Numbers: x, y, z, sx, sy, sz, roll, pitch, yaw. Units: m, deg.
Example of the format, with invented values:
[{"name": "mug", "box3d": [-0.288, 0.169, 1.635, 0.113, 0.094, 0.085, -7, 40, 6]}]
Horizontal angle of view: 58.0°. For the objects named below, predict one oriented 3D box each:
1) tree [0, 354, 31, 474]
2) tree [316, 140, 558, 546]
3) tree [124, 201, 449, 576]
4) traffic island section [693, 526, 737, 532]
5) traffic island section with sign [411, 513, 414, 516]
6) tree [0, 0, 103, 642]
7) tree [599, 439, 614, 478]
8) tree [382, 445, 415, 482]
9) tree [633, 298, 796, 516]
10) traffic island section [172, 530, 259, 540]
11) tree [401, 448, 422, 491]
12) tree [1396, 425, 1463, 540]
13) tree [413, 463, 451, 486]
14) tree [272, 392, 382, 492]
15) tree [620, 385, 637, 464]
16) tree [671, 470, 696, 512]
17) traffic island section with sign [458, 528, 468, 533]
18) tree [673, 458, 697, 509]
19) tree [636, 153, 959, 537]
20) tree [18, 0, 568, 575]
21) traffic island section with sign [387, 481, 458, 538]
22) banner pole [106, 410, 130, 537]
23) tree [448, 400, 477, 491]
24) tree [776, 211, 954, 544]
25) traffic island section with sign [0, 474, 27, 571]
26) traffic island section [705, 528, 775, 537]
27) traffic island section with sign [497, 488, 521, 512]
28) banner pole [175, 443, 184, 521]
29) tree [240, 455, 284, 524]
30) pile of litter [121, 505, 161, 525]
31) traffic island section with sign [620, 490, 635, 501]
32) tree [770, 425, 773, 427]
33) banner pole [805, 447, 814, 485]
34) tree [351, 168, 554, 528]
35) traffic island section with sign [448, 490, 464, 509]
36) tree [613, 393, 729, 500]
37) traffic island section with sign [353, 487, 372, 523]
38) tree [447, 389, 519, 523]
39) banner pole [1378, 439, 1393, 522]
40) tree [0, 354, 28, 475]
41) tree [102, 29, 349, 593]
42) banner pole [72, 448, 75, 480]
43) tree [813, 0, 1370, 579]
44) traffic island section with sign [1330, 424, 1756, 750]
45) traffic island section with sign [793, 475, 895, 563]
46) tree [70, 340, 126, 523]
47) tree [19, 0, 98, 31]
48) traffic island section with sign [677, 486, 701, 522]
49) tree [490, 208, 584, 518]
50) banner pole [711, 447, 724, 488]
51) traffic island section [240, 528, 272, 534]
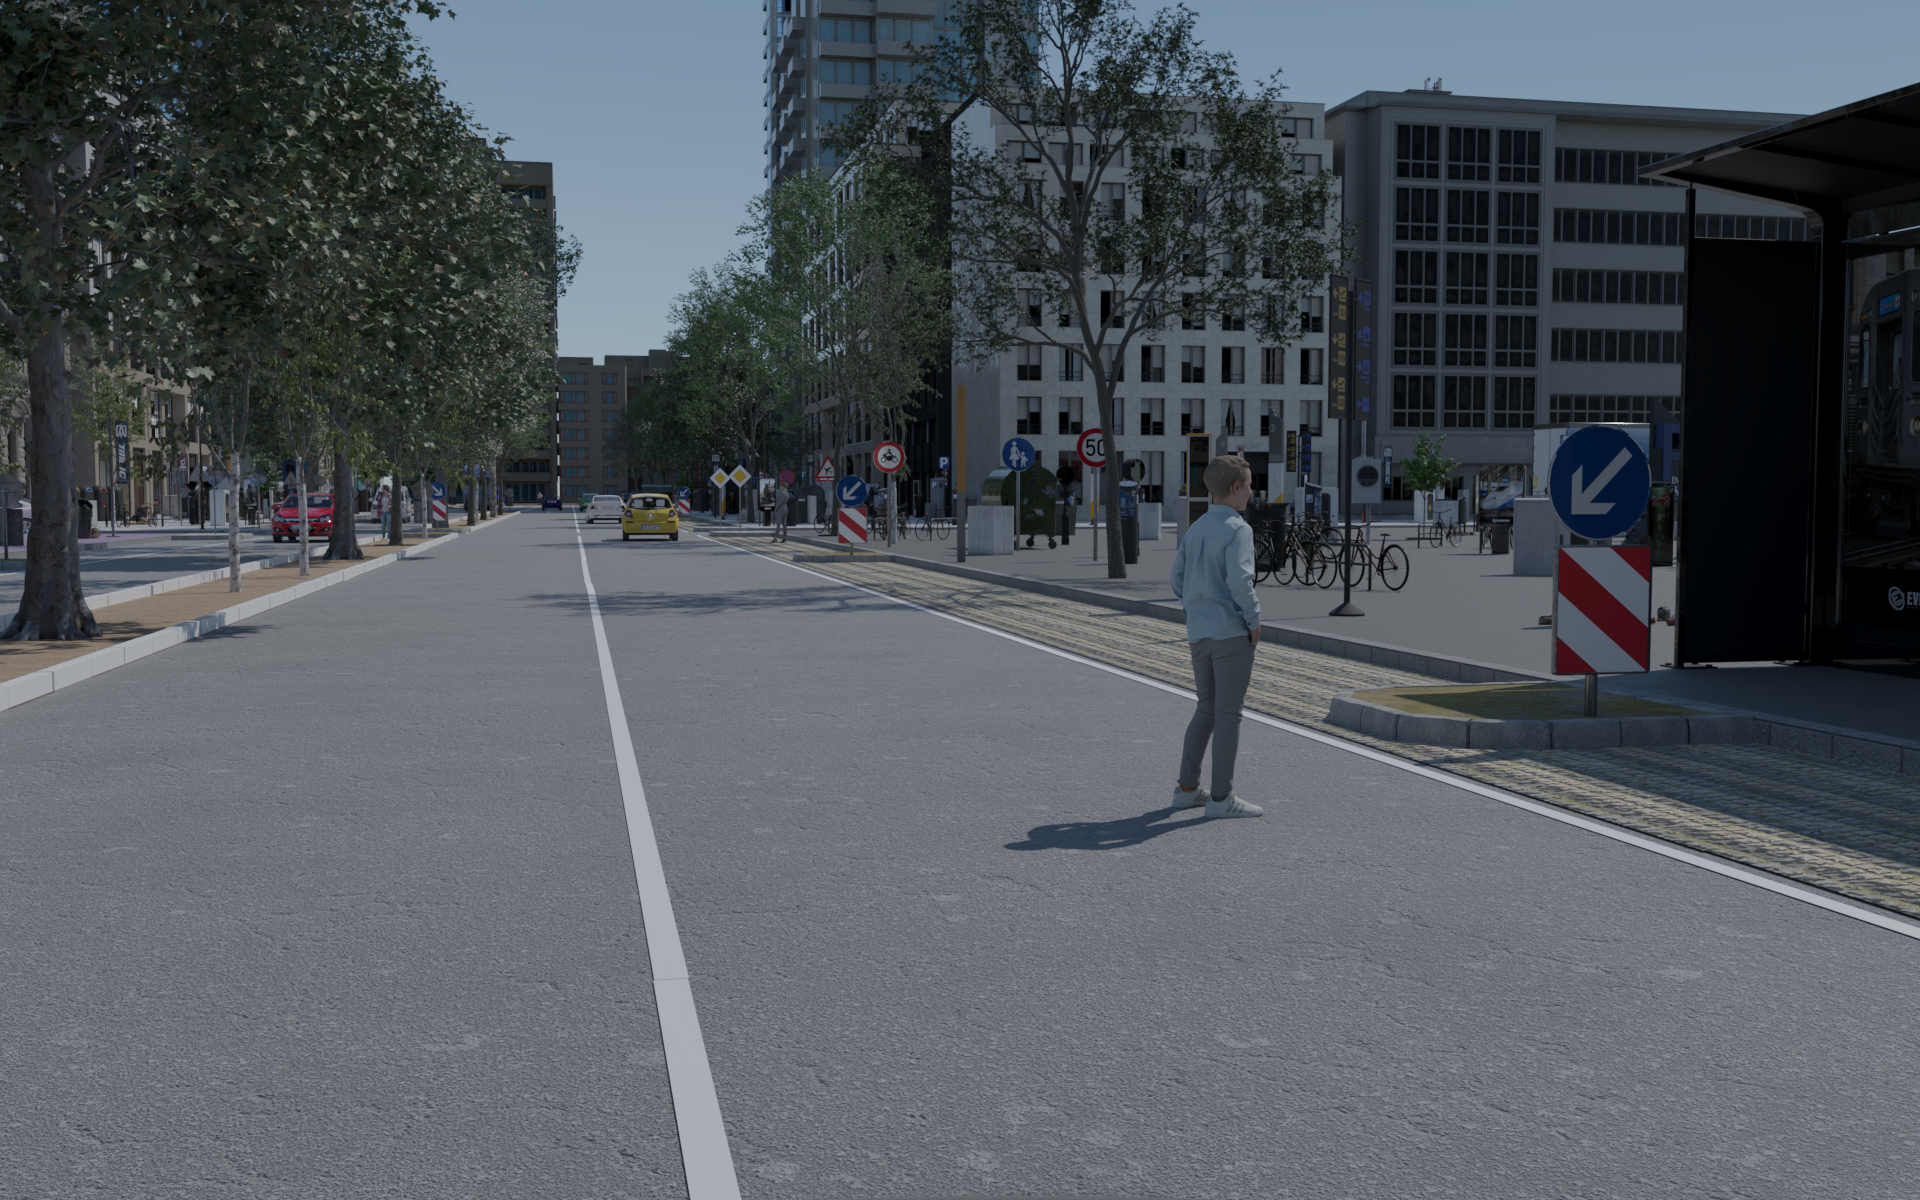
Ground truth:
[{"name": "tree", "box3d": [-34.895, -6.842, 62.223, 4.360, 8.622, 3.978, 0, 3, 0]}, {"name": "tree", "box3d": [-15.414, -7.284, 47.303, 9.928, 11.665, 9.643, 0, 3, 0]}, {"name": "tree", "box3d": [-11.317, -4.700, 29.659, 4.737, 8.622, 4.395, 0, 3, 0]}, {"name": "traffic island section", "box3d": [-9.185, -2.708, 66.562, 2.009, 0.180, 2.903, -1, 4, -13]}, {"name": "traffic island section with sign", "box3d": [-36.480, -6.402, 113.296, 1.989, 1.847, 2.006, -1, 4, -13]}, {"name": "tree", "box3d": [-9.060, -5.967, 17.029, 9.611, 12.733, 9.660, 0, 3, 0]}, {"name": "tree", "box3d": [-40.146, -17.143, 214.699, 8.767, 10.594, 7.601, -2, 4, -30]}, {"name": "tree", "box3d": [-42.642, -12.648, 124.927, 7.486, 12.596, 7.792, 0, 3, 0]}, {"name": "tree", "box3d": [-14.277, -11.261, 101.124, 9.611, 12.733, 9.660, 0, 3, 0]}, {"name": "traffic island section", "box3d": [-23.721, -2.009, 55.128, 2.009, 0.180, 2.903, -1, 4, -13]}, {"name": "tree", "box3d": [-45.299, -11.561, 139.384, 4.360, 8.622, 3.978, 0, 3, 0]}, {"name": "tree", "box3d": [13.035, -3.319, 48.872, 1.663, 3.219, 1.824, 0, 3, 0]}, {"name": "tree", "box3d": [-56.287, -12.361, 185.820, 4.285, 4.588, 4.351, 0, 3, 0]}, {"name": "tree", "box3d": [-34.950, -10.623, 91.819, 7.486, 12.596, 7.792, 0, 3, 0]}, {"name": "tree", "box3d": [-9.435, -9.277, 77.434, 9.928, 11.665, 9.643, 0, 3, 0]}, {"name": "tree", "box3d": [-19.325, -7.803, 122.186, 1.663, 3.219, 1.824, 0, 3, 0]}, {"name": "traffic island section with sign", "box3d": [-19.253, -3.414, 63.961, 2.006, 1.907, 1.989, -1, 4, -13]}, {"name": "tree", "box3d": [-24.246, -12.146, 148.941, 4.737, 8.622, 4.395, 0, 3, 0]}, {"name": "tree", "box3d": [-3.598, -7.739, 52.287, 9.928, 11.665, 9.643, 0, 3, 0]}, {"name": "tree", "box3d": [-13.494, -7.226, 37.604, 9.611, 12.733, 9.660, 0, 3, 0]}, {"name": "traffic island section with sign", "box3d": [-17.637, -2.972, 56.732, 2.006, 1.907, 1.989, -1, 4, -13]}, {"name": "banner pole", "box3d": [-25.178, -3.778, 51.795, 0.401, 3.779, 0.863, 2, 4, 24]}, {"name": "tree", "box3d": [-16.942, -6.228, 54.655, 4.737, 8.622, 4.395, 0, 3, 0]}, {"name": "tree", "box3d": [-1.902, -5.742, 44.250, 4.360, 8.622, 3.978, 0, 3, 0]}, {"name": "traffic island section with sign", "box3d": [-18.485, -1.510, 33.319, 1.989, 1.847, 2.006, -1, 4, -13]}, {"name": "traffic island section", "box3d": [-7.433, -2.232, 58.771, 2.009, 0.180, 2.903, -1, 4, -13]}, {"name": "traffic island section with sign", "box3d": [-35.745, -7.898, 137.274, 2.006, 1.907, 1.989, -1, 4, -13]}, {"name": "banner pole", "box3d": [-37.543, -5.705, 83.294, 0.401, 3.779, 0.863, -1, 4, -11]}, {"name": "tree", "box3d": [-30.197, -4.935, 75.292, 1.663, 3.219, 1.824, 0, 3, 0]}, {"name": "pile of litter", "box3d": [-34.246, -3.568, 72.299, 1.719, 0.858, 1.176, 2, 4, 24]}, {"name": "traffic island section with sign", "box3d": [-31.667, -9.656, 166.508, 1.989, 1.847, 2.006, -1, 4, -13]}, {"name": "tree", "box3d": [-10.890, -10.176, 116.742, 4.360, 8.622, 3.978, 0, 3, 0]}, {"name": "banner pole", "box3d": [-8.066, -6.270, 92.524, 0.401, 3.779, 0.863, -3, 5, -41]}, {"name": "tree", "box3d": [-20.333, -9.679, 67.358, 9.857, 13.997, 8.962, 0, 3, 0]}, {"name": "traffic island section with sign", "box3d": [-47.481, -9.398, 162.281, 1.989, 1.847, 2.006, -1, 4, -13]}, {"name": "tree", "box3d": [-20.501, -11.892, 128.840, 7.601, 10.594, 8.767, 0, 4, 7]}, {"name": "traffic island section with sign", "box3d": [-30.563, -4.793, 86.996, 1.989, 1.847, 2.006, -1, 4, -13]}, {"name": "tree", "box3d": [-24.102, -8.153, 86.129, 4.360, 8.622, 3.978, 0, 3, 0]}, {"name": "banner pole", "box3d": [19.366, -5.442, 78.997, 0.863, 3.779, 0.401, -1, 4, -19]}, {"name": "tree", "box3d": [-23.781, -5.523, 40.670, 4.737, 8.622, 4.395, 0, 3, 0]}, {"name": "tree", "box3d": [-10.570, -4.419, 25.071, 4.360, 8.622, 3.978, 0, 3, 0]}, {"name": "banner pole", "box3d": [-42.865, -5.693, 83.095, 0.401, 3.779, 0.863, 3, 4, 37]}, {"name": "tree", "box3d": [2.295, -5.626, 26.406, 8.767, 10.594, 7.601, -1, 4, -21]}, {"name": "traffic island section with sign", "box3d": [3.386, -0.123, 10.632, 1.989, 1.847, 2.006, -1, 4, -13]}, {"name": "traffic island section with sign", "box3d": [-2.529, -1.731, 36.932, 1.989, 1.847, 2.006, -1, 4, -13]}, {"name": "tree", "box3d": [-36.971, -7.643, 75.326, 4.737, 8.622, 4.395, 0, 3, 0]}, {"name": "tree", "box3d": [-6.120, -5.669, 5.523, 12.009, 13.543, 11.850, 0, 3, 0]}, {"name": "traffic island section with sign", "box3d": [-14.606, -5.014, 90.614, 1.989, 1.847, 2.006, -1, 4, -13]}, {"name": "tree", "box3d": [-29.590, -15.066, 104.673, 12.611, 20.169, 13.585, 0, 3, 0]}, {"name": "banner pole", "box3d": [-12.774, -6.226, 91.818, 0.863, 3.779, 0.401, 0, 4, 1]}, {"name": "traffic island section", "box3d": [-25.472, -2.486, 62.919, 2.009, 0.180, 2.903, -1, 4, -13]}]
